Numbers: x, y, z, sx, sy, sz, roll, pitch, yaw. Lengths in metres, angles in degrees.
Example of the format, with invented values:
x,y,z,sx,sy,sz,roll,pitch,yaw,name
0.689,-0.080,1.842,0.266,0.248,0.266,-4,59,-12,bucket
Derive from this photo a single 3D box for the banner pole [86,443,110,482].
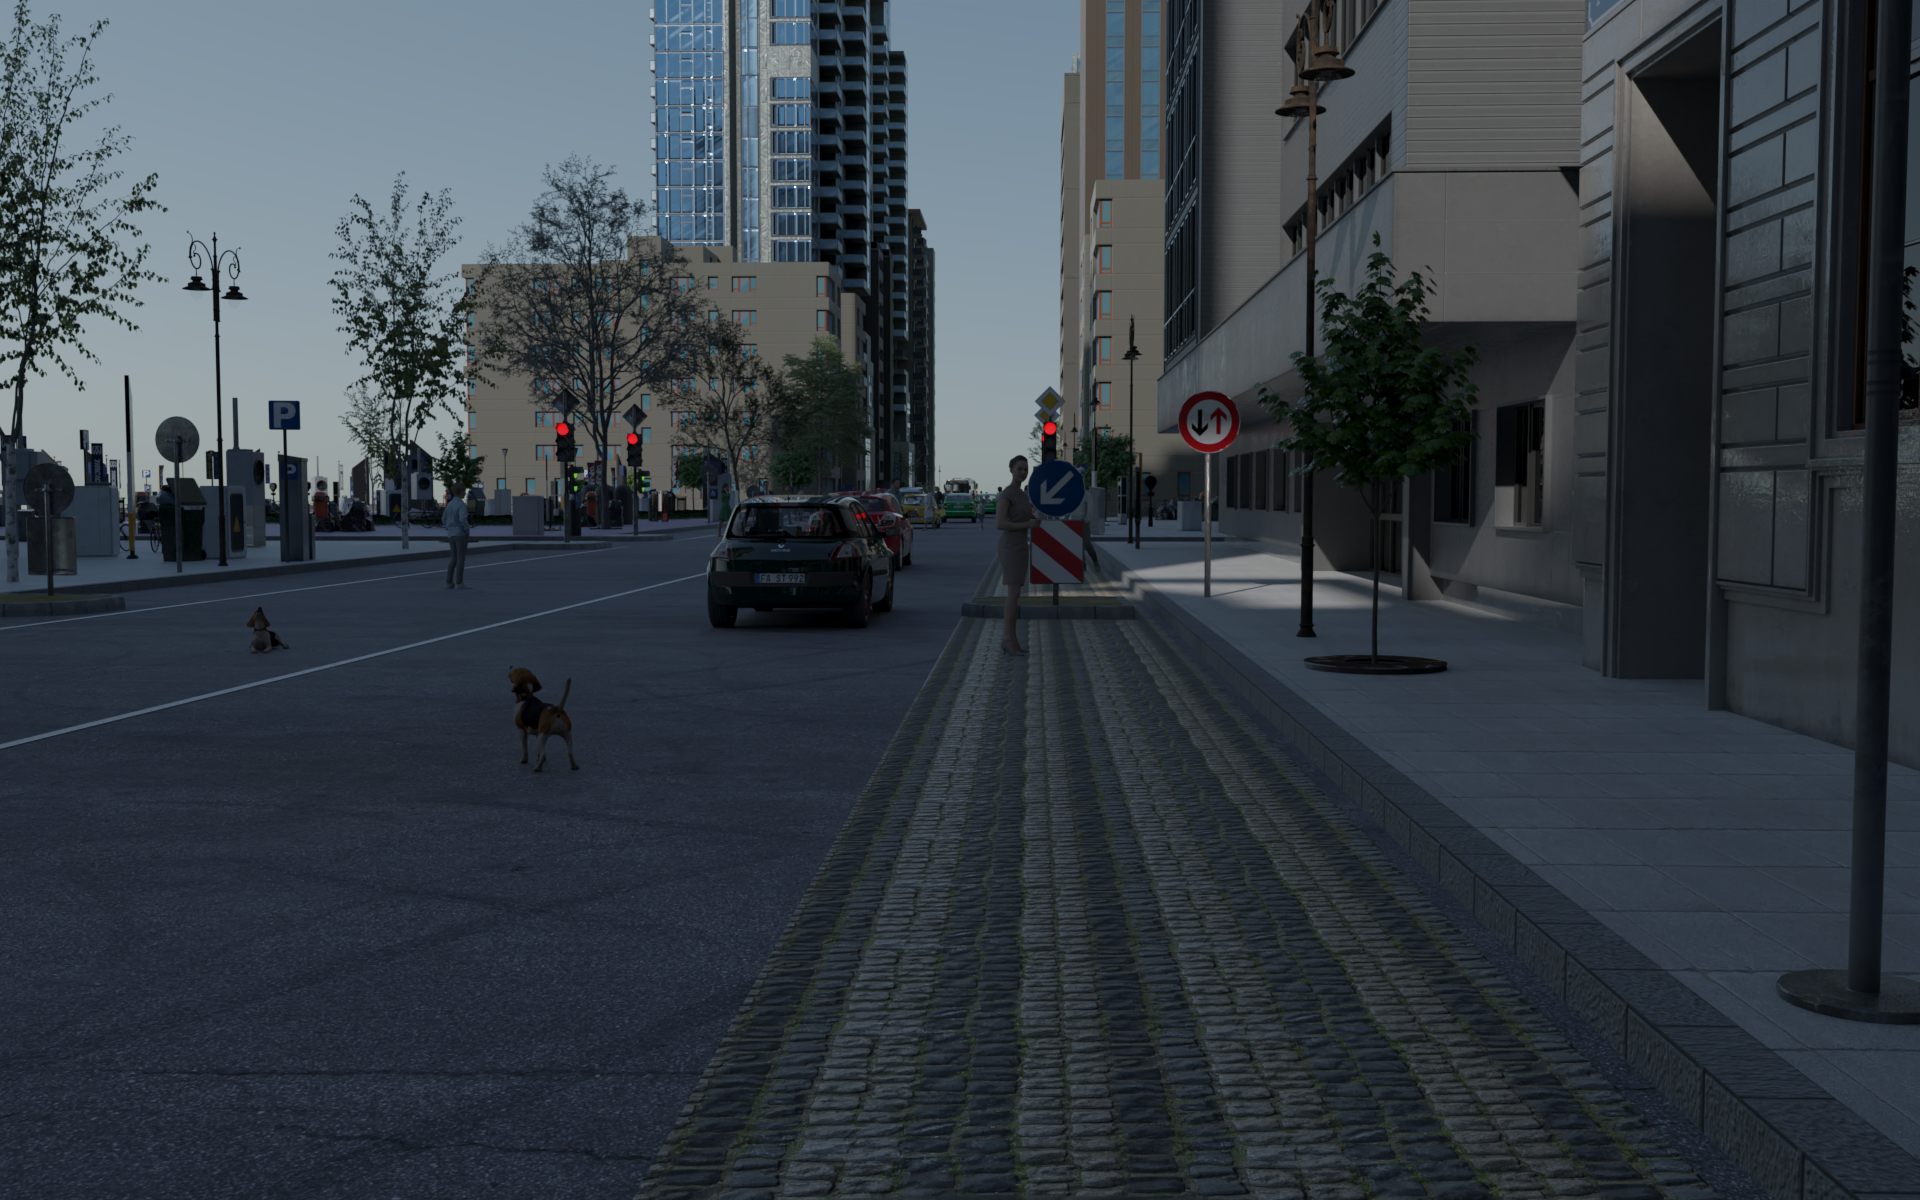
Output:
x,y,z,sx,sy,sz,roll,pitch,yaw,name
-37.234,-5.164,74.447,0.863,3.779,0.401,-3,4,-38,banner pole

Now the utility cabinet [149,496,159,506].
x,y,z,sx,sy,sz,roll,pitch,yaw,name
-32.565,-3.635,70.597,1.020,1.237,0.306,2,4,30,utility cabinet

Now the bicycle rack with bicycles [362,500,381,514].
x,y,z,sx,sy,sz,roll,pitch,yaw,name
-32.908,-5.140,97.428,2.852,0.926,2.925,0,4,-5,bicycle rack with bicycles

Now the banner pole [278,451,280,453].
x,y,z,sx,sy,sz,roll,pitch,yaw,name
-39.337,-6.772,100.745,0.863,3.779,0.401,-2,4,-31,banner pole

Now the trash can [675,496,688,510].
x,y,z,sx,sy,sz,roll,pitch,yaw,name
-17.378,-5.898,108.088,0.748,1.137,0.748,0,3,0,trash can

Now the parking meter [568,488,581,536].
x,y,z,sx,sy,sz,roll,pitch,yaw,name
-11.760,-2.720,52.880,0.372,1.533,0.369,0,3,0,parking meter

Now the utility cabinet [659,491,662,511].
x,y,z,sx,sy,sz,roll,pitch,yaw,name
-20.789,-6.928,121.947,0.318,1.500,1.173,-2,4,-34,utility cabinet

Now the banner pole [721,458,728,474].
x,y,z,sx,sy,sz,roll,pitch,yaw,name
-14.428,-7.033,105.009,0.863,3.779,0.401,0,4,7,banner pole

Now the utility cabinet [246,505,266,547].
x,y,z,sx,sy,sz,roll,pitch,yaw,name
-17.229,-2.037,41.984,0.318,1.500,1.173,-3,5,-43,utility cabinet

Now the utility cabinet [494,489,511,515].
x,y,z,sx,sy,sz,roll,pitch,yaw,name
-20.456,-4.207,77.470,0.318,1.500,1.173,1,4,8,utility cabinet

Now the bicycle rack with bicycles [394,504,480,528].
x,y,z,sx,sy,sz,roll,pitch,yaw,name
-19.579,-3.196,65.642,2.925,0.926,2.852,1,4,8,bicycle rack with bicycles

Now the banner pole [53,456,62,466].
x,y,z,sx,sy,sz,roll,pitch,yaw,name
-59.706,-7.621,114.612,0.863,3.779,0.401,1,4,22,banner pole

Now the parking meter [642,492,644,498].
x,y,z,sx,sy,sz,roll,pitch,yaw,name
-20.262,-6.305,111.504,0.372,1.533,0.369,0,3,0,parking meter

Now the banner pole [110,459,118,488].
x,y,z,sx,sy,sz,roll,pitch,yaw,name
-53.836,-7.329,109.846,0.863,3.779,0.401,-3,4,-39,banner pole

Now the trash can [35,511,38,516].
x,y,z,sx,sy,sz,roll,pitch,yaw,name
-52.942,-5.384,99.677,0.748,1.137,0.748,0,3,0,trash can

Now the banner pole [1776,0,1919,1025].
x,y,z,sx,sy,sz,roll,pitch,yaw,name
2.511,-0.874,4.311,0.863,3.779,0.401,-1,4,-12,banner pole

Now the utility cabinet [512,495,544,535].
x,y,z,sx,sy,sz,roll,pitch,yaw,name
-13.567,-2.646,54.425,1.020,1.237,0.306,2,4,24,utility cabinet

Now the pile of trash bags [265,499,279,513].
x,y,z,sx,sy,sz,roll,pitch,yaw,name
-33.626,-4.421,82.042,1.912,1.369,3.447,1,4,11,pile of trash bags

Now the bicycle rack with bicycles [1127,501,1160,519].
x,y,z,sx,sy,sz,roll,pitch,yaw,name
9.124,-4.601,88.604,2.852,0.926,2.925,2,4,30,bicycle rack with bicycles

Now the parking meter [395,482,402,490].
x,y,z,sx,sy,sz,roll,pitch,yaw,name
-24.845,-4.352,76.863,0.399,1.863,0.255,-1,4,-21,parking meter

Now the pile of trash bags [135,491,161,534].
x,y,z,sx,sy,sz,roll,pitch,yaw,name
-26.248,-2.887,56.952,3.447,1.369,1.912,3,4,36,pile of trash bags

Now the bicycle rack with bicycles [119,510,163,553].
x,y,z,sx,sy,sz,roll,pitch,yaw,name
-18.047,-1.528,38.372,2.852,0.926,2.925,0,4,-3,bicycle rack with bicycles

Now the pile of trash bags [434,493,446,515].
x,y,z,sx,sy,sz,roll,pitch,yaw,name
-28.938,-5.345,97.135,1.912,1.369,3.447,-1,4,-8,pile of trash bags

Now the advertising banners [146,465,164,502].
x,y,z,sx,sy,sz,roll,pitch,yaw,name
-48.132,-6.563,103.492,0.090,3.025,2.074,1,4,9,advertising banners

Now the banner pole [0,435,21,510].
x,y,z,sx,sy,sz,roll,pitch,yaw,name
-35.175,-4.543,64.296,0.863,3.779,0.401,0,4,-5,banner pole

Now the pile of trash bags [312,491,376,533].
x,y,z,sx,sy,sz,roll,pitch,yaw,name
-21.111,-2.989,58.620,1.912,1.369,3.447,0,4,-2,pile of trash bags

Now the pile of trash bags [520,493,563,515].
x,y,z,sx,sy,sz,roll,pitch,yaw,name
-24.148,-5.586,101.080,3.447,1.369,1.912,1,4,15,pile of trash bags

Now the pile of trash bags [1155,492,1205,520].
x,y,z,sx,sy,sz,roll,pitch,yaw,name
11.259,-4.641,85.637,1.912,1.369,3.447,3,5,43,pile of trash bags

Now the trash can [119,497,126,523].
x,y,z,sx,sy,sz,roll,pitch,yaw,name
-36.930,-3.929,75.886,0.748,1.137,0.748,0,3,0,trash can

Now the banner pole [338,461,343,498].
x,y,z,sx,sy,sz,roll,pitch,yaw,name
-46.289,-8.530,129.484,0.863,3.779,0.401,3,5,44,banner pole

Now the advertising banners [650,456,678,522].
x,y,z,sx,sy,sz,roll,pitch,yaw,name
-13.683,-5.138,80.198,2.074,3.025,0.090,3,5,42,advertising banners

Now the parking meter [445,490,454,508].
x,y,z,sx,sy,sz,roll,pitch,yaw,name
-18.334,-3.299,62.348,0.372,1.533,0.369,0,3,0,parking meter

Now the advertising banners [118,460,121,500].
x,y,z,sx,sy,sz,roll,pitch,yaw,name
-42.402,-5.567,87.207,0.090,3.025,2.074,-1,4,-17,advertising banners

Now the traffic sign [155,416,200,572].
x,y,z,sx,sy,sz,roll,pitch,yaw,name
-12.801,-1.726,28.331,0.768,2.556,0.104,0,4,6,traffic sign

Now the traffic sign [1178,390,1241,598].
x,y,z,sx,sy,sz,roll,pitch,yaw,name
3.071,-1.304,21.420,0.768,2.556,0.104,0,4,5,traffic sign

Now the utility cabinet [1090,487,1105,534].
x,y,z,sx,sy,sz,roll,pitch,yaw,name
4.368,-2.831,54.963,0.318,1.500,1.173,1,4,14,utility cabinet

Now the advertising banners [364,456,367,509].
x,y,z,sx,sy,sz,roll,pitch,yaw,name
-27.277,-5.093,79.454,0.090,3.025,2.074,-1,4,-16,advertising banners

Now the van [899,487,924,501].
x,y,z,sx,sy,sz,roll,pitch,yaw,name
-2.920,-5.747,100.969,2.013,2.044,4.112,0,4,3,van

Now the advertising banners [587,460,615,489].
x,y,z,sx,sy,sz,roll,pitch,yaw,name
-19.562,-6.075,95.510,2.074,3.025,0.090,0,4,6,advertising banners

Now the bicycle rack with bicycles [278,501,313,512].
x,y,z,sx,sy,sz,roll,pitch,yaw,name
-47.375,-6.673,122.491,2.925,0.926,2.852,0,4,0,bicycle rack with bicycles

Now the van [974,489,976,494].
x,y,z,sx,sy,sz,roll,pitch,yaw,name
1.074,-13.382,223.181,2.240,2.365,5.245,0,4,3,van

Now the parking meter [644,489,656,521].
x,y,z,sx,sy,sz,roll,pitch,yaw,name
-14.666,-4.535,82.555,0.372,1.533,0.369,0,3,0,parking meter

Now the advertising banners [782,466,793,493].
x,y,z,sx,sy,sz,roll,pitch,yaw,name
-10.808,-6.867,108.461,0.090,3.025,2.074,1,4,13,advertising banners

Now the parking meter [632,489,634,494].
x,y,z,sx,sy,sz,roll,pitch,yaw,name
-17.242,-5.087,91.585,0.372,1.533,0.369,0,3,0,parking meter

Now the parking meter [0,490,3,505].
x,y,z,sx,sy,sz,roll,pitch,yaw,name
-55.314,-5.606,100.069,0.372,1.533,0.369,0,3,0,parking meter

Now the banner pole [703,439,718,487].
x,y,z,sx,sy,sz,roll,pitch,yaw,name
-11.453,-5.406,78.405,0.401,3.779,0.863,1,4,13,banner pole

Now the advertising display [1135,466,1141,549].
x,y,z,sx,sy,sz,roll,pitch,yaw,name
4.177,-2.171,40.709,0.123,1.923,0.974,0,4,4,advertising display

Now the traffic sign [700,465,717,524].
x,y,z,sx,sy,sz,roll,pitch,yaw,name
-10.895,-4.584,75.058,0.768,2.556,0.104,0,4,7,traffic sign

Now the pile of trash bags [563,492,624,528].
x,y,z,sx,sy,sz,roll,pitch,yaw,name
-14.133,-3.532,67.504,1.912,1.369,3.447,0,4,-5,pile of trash bags

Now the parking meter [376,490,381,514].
x,y,z,sx,sy,sz,roll,pitch,yaw,name
-34.143,-5.715,101.857,0.372,1.533,0.369,0,3,0,parking meter

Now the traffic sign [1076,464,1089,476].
x,y,z,sx,sy,sz,roll,pitch,yaw,name
5.202,-4.503,73.730,0.768,2.556,0.104,0,4,4,traffic sign
